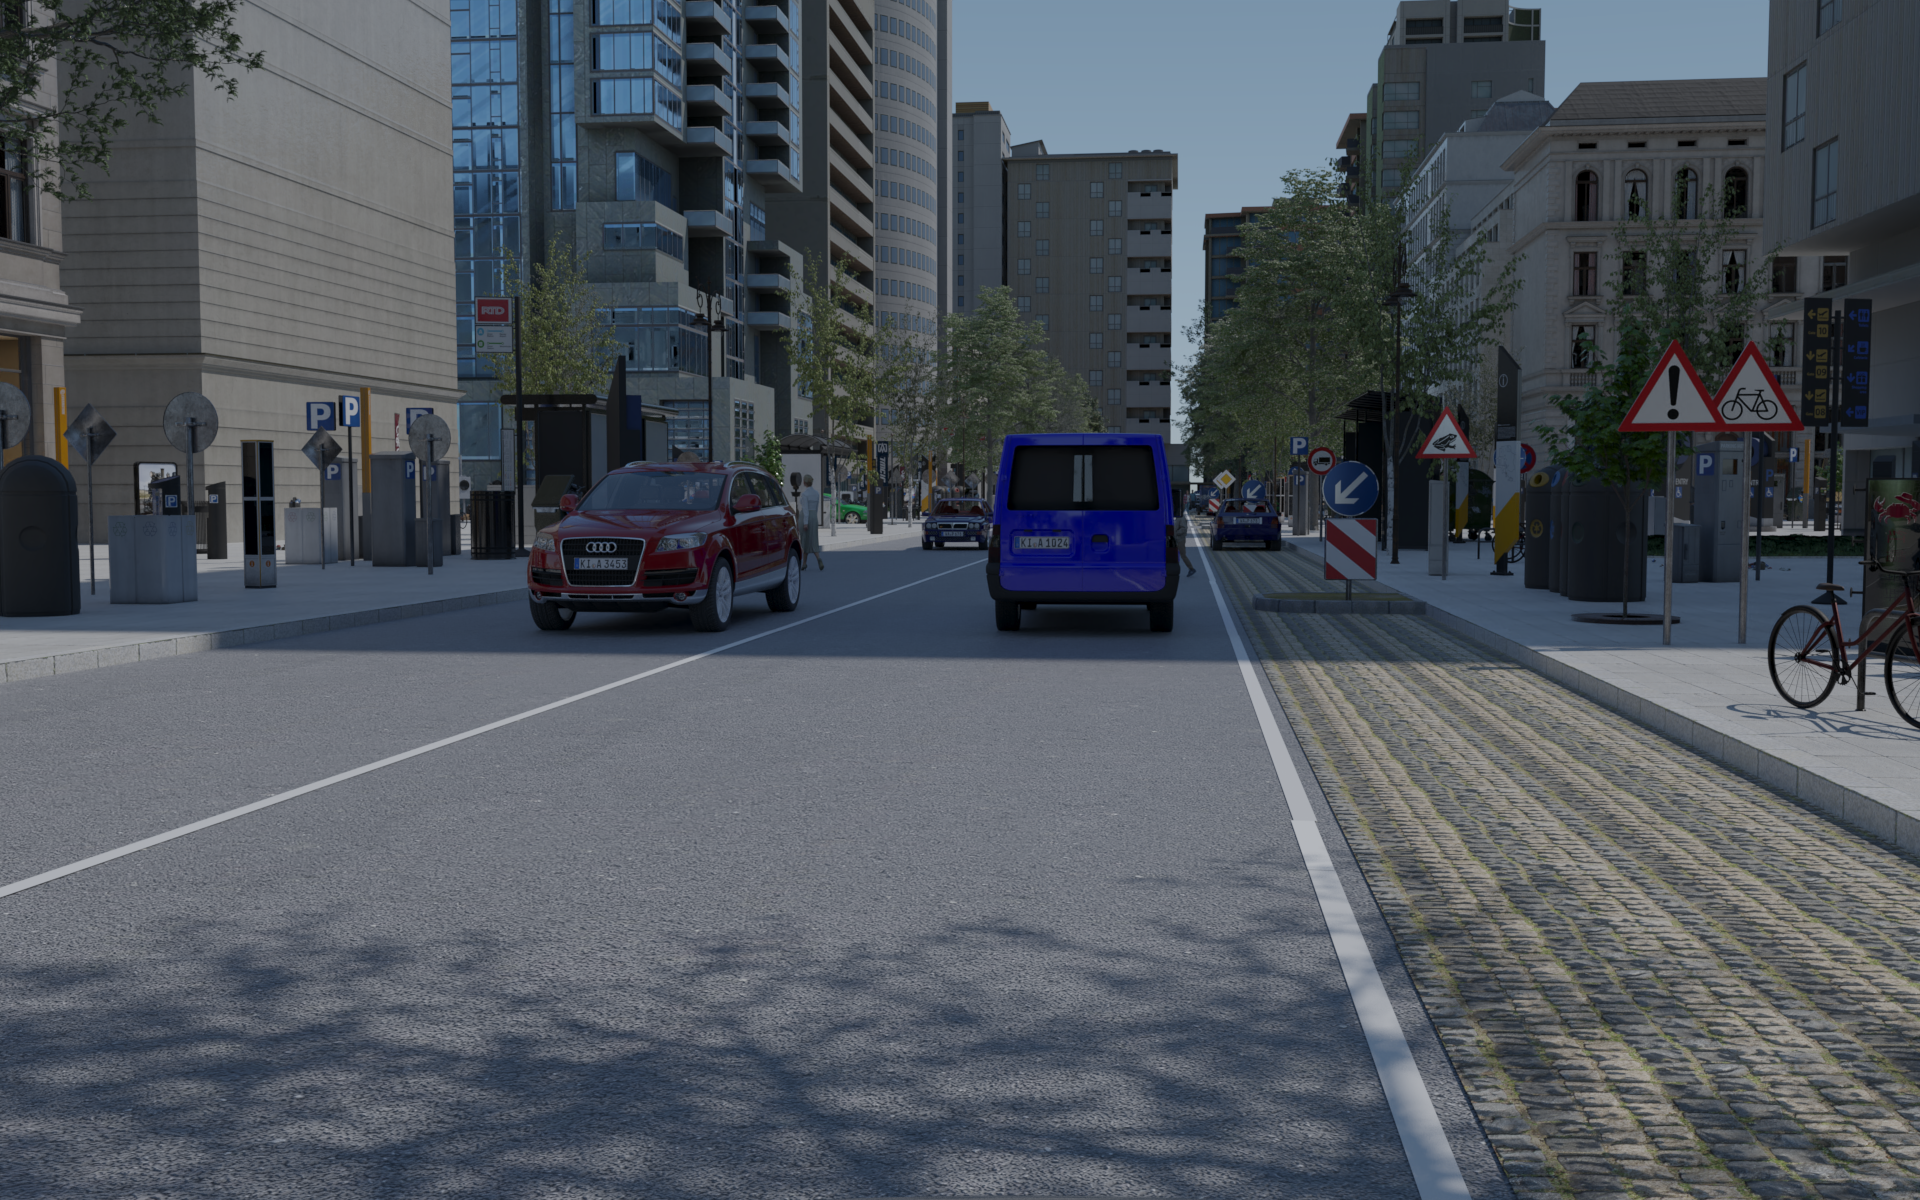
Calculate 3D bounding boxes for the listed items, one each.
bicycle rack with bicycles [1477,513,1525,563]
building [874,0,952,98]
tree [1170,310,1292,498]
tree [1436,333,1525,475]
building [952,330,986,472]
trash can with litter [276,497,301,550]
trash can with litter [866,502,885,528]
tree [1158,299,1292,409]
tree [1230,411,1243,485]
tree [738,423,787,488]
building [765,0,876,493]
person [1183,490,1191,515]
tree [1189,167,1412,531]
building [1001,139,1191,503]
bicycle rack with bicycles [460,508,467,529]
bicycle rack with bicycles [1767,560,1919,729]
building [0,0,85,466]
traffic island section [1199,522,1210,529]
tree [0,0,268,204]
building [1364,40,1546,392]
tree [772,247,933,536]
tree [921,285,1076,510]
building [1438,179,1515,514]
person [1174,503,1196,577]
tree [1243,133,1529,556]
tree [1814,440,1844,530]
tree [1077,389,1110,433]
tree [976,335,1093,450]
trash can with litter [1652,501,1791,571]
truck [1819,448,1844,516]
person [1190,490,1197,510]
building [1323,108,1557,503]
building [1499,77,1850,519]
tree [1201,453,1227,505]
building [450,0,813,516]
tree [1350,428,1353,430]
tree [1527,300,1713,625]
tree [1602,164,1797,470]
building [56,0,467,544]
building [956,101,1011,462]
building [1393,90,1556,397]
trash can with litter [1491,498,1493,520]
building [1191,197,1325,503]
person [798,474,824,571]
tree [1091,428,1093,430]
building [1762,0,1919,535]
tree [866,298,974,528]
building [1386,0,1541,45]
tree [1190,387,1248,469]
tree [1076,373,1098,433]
[{"bbox_3d":[11.326,-1.211,33.182,2.925,0.926,2.852,0,4,-3],"label":"bicycle rack with bicycles"},{"bbox_3d":[-12.986,-38.467,170.926,21.231,58.520,28.212,0,4,7],"label":"building"},{"bbox_3d":[19.578,-13.123,121.211,9.857,13.997,8.962,0,3,0],"label":"tree"},{"bbox_3d":[24.116,-7.916,79.787,4.360,8.622,3.978,0,3,0],"label":"tree"},{"bbox_3d":[-12.626,-22.102,206.411,28.899,21.520,27.650,0,4,7],"label":"building"},{"bbox_3d":[-15.316,-1.787,40.282,1.678,1.210,2.233,-1,4,-16],"label":"trash can with litter"},{"bbox_3d":[-3.259,-3.348,66.124,0.624,1.170,1.055,1,4,9],"label":"trash can with litter"},{"bbox_3d":[25.752,-19.066,167.614,12.611,20.169,13.585,0,3,0],"label":"tree"},{"bbox_3d":[15.953,-8.413,87.914,4.737,8.622,4.395,0,3,0],"label":"tree"},{"bbox_3d":[-5.172,-3.222,47.278,1.663,3.219,1.824,0,3,0],"label":"tree"},{"bbox_3d":[-19.432,-31.883,144.991,21.300,48.544,21.600,0,4,7],"label":"building"},{"bbox_3d":[15.360,-6.599,117.224,0.563,1.720,0.643,-1,4,-23],"label":"person"},{"bbox_3d":[12.296,-8.747,61.142,7.486,12.596,7.792,0,3,0],"label":"tree"},{"bbox_3d":[21.436,-41.290,264.330,27.495,52.752,28.713,0,4,7],"label":"building"},{"bbox_3d":[-19.851,-3.089,63.888,2.852,0.926,2.925,-3,5,-40],"label":"bicycle rack with bicycles"},{"bbox_3d":[6.190,0.251,9.277,2.852,0.926,2.925,0,4,-5],"label":"bicycle rack with bicycles"},{"bbox_3d":[-26.582,-10.273,18.875,10.553,20.767,40.483,0,4,7],"label":"building"},{"bbox_3d":[11.877,-3.447,78.640,2.009,0.180,2.903,0,4,7],"label":"traffic island section"},{"bbox_3d":[-8.567,-4.744,11.982,8.767,10.594,7.601,-1,4,-16],"label":"tree"},{"bbox_3d":[45.489,-29.189,160.827,14.154,41.232,14.086,0,4,7],"label":"building"},{"bbox_3d":[-3.632,-6.220,52.063,4.737,8.622,4.395,0,3,0],"label":"tree"},{"bbox_3d":[1.657,-10.756,93.990,7.486,12.596,7.792,0,3,0],"label":"tree"},{"bbox_3d":[37.643,-15.755,112.354,10.420,20.320,16.860,0,4,7],"label":"building"},{"bbox_3d":[3.796,-1.047,29.894,0.640,1.303,0.475,-1,4,-21],"label":"person"},{"bbox_3d":[9.107,-5.215,35.626,4.737,8.622,4.395,0,3,0],"label":"tree"},{"bbox_3d":[31.647,-4.159,62.599,1.663,3.219,1.824,0,3,0],"label":"tree"},{"bbox_3d":[12.627,-16.393,185.031,9.611,12.733,9.660,0,3,0],"label":"tree"},{"bbox_3d":[5.487,-13.487,130.886,12.009,13.543,11.850,0,3,0],"label":"tree"},{"bbox_3d":[13.333,-1.152,29.897,1.678,1.210,2.233,-1,4,-14],"label":"trash can with litter"},{"bbox_3d":[39.923,-4.620,71.468,9.791,3.379,3.469,0,4,5],"label":"truck"},{"bbox_3d":[20.441,-8.772,151.946,0.660,1.820,0.620,0,3,0],"label":"person"},{"bbox_3d":[53.998,-33.099,195.786,22.147,44.769,28.867,0,4,7],"label":"building"},{"bbox_3d":[40.204,-16.178,93.387,19.941,23.489,11.050,0,4,7],"label":"building"},{"bbox_3d":[30.226,-15.383,201.867,4.360,8.622,3.978,0,3,0],"label":"tree"},{"bbox_3d":[-21.760,-48.743,109.617,22.319,86.520,31.000,0,4,7],"label":"building"},{"bbox_3d":[30.917,-10.774,126.515,4.360,8.622,3.978,0,3,0],"label":"tree"},{"bbox_3d":[6.744,-1.401,17.509,1.663,3.219,1.824,0,3,0],"label":"tree"},{"bbox_3d":[16.603,-5.467,39.754,4.737,8.622,4.395,0,3,0],"label":"tree"},{"bbox_3d":[-39.556,-16.971,53.896,44.131,29.872,17.030,0,4,7],"label":"building"},{"bbox_3d":[-6.631,-44.172,264.217,28.212,58.520,21.231,0,4,7],"label":"building"},{"bbox_3d":[41.195,-21.897,135.502,11.434,29.767,29.804,0,4,7],"label":"building"},{"bbox_3d":[26.956,-4.611,86.775,0.624,1.170,1.055,1,4,21],"label":"trash can with litter"},{"bbox_3d":[49.099,-36.948,258.715,28.867,44.769,22.147,0,4,7],"label":"building"},{"bbox_3d":[-2.773,-1.443,32.314,0.478,1.798,0.641,-3,4,-39],"label":"person"},{"bbox_3d":[12.023,-13.787,175.786,4.737,8.622,4.395,0,3,0],"label":"tree"},{"bbox_3d":[36.595,-27.462,38.250,28.713,52.752,27.495,0,4,7],"label":"building"},{"bbox_3d":[-1.691,-7.087,66.242,4.360,8.622,3.978,0,3,0],"label":"tree"},{"bbox_3d":[73.512,-49.879,253.775,20.611,71.187,20.563,0,4,7],"label":"building"},{"bbox_3d":[22.785,-13.157,140.868,9.928,11.665,9.643,0,3,0],"label":"tree"},{"bbox_3d":[7.344,-13.841,144.424,7.486,12.596,7.792,0,3,0],"label":"tree"}]
